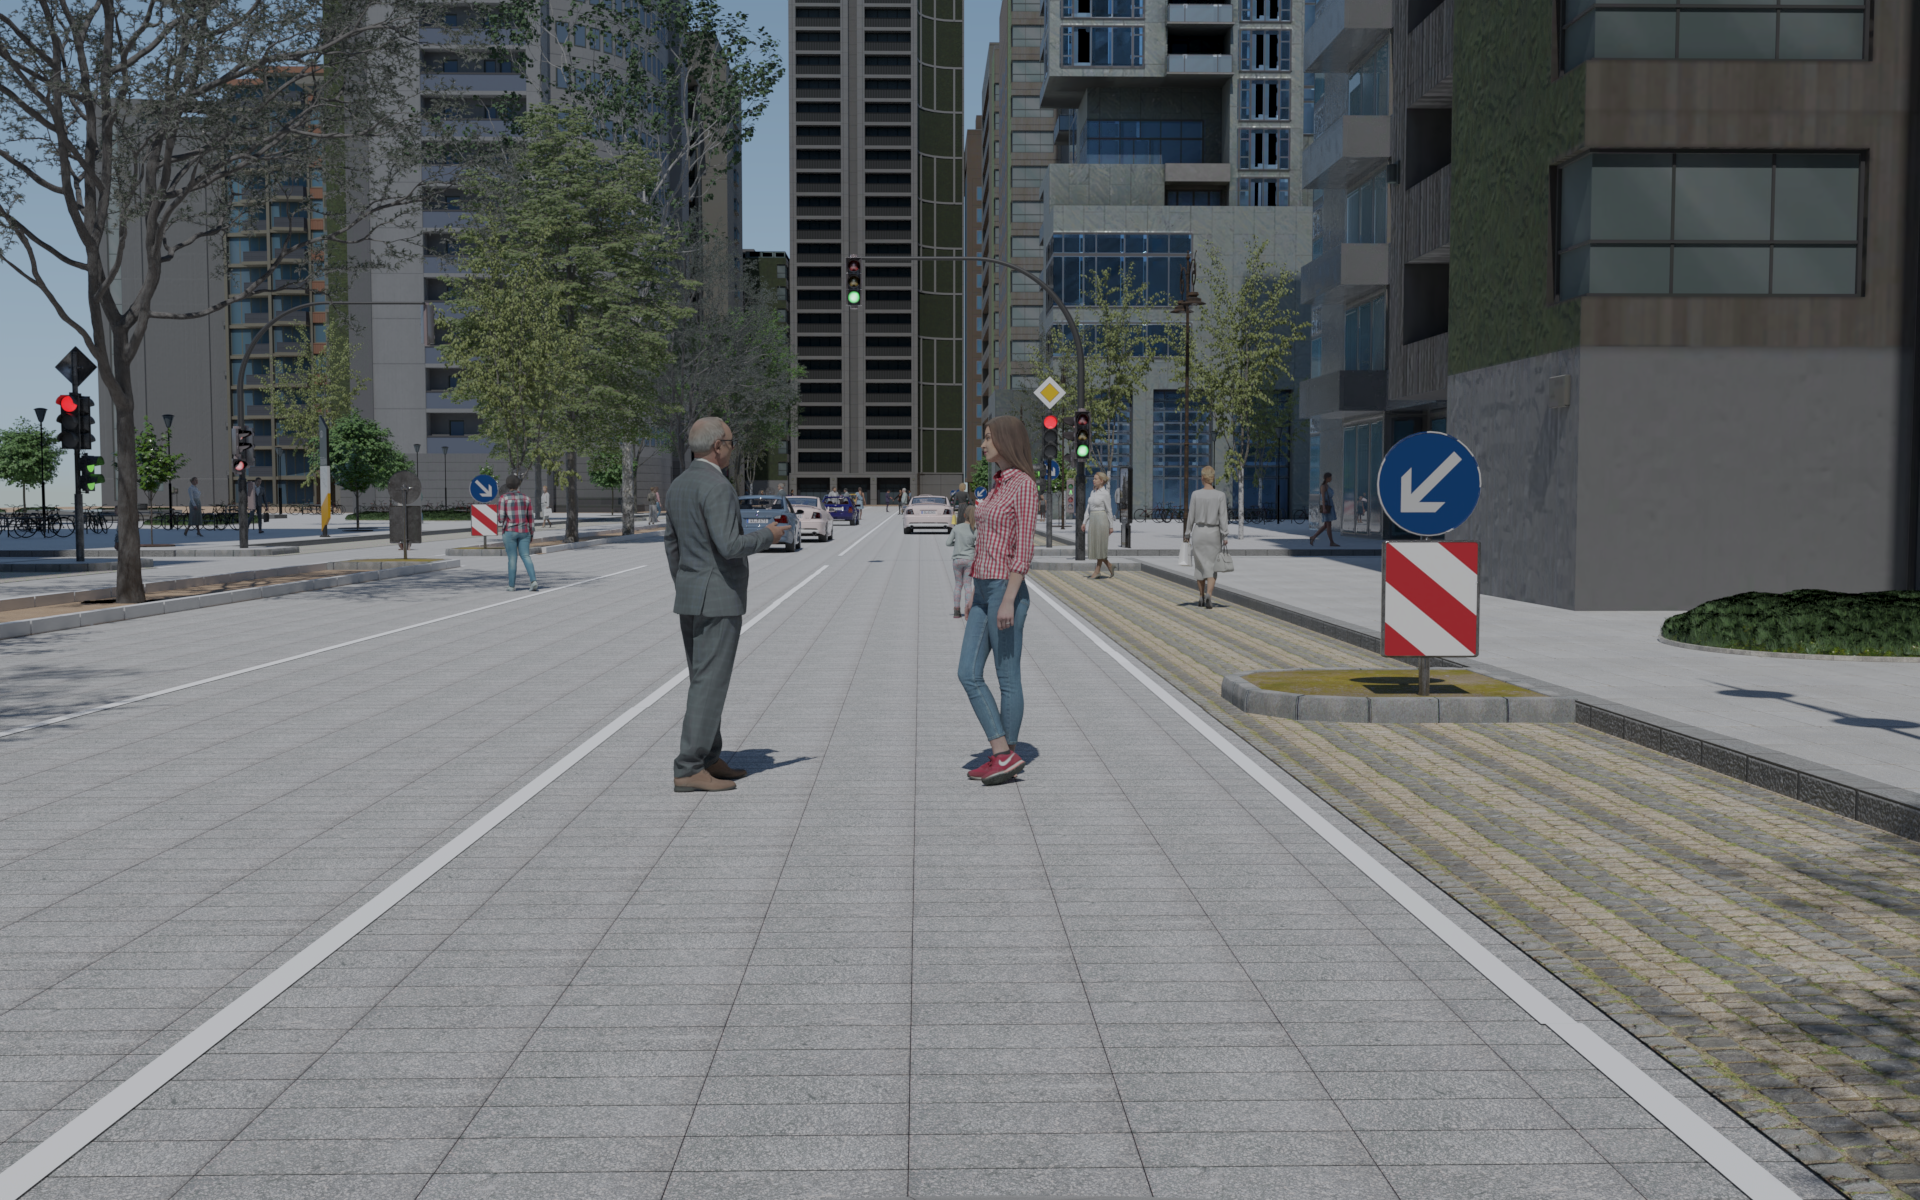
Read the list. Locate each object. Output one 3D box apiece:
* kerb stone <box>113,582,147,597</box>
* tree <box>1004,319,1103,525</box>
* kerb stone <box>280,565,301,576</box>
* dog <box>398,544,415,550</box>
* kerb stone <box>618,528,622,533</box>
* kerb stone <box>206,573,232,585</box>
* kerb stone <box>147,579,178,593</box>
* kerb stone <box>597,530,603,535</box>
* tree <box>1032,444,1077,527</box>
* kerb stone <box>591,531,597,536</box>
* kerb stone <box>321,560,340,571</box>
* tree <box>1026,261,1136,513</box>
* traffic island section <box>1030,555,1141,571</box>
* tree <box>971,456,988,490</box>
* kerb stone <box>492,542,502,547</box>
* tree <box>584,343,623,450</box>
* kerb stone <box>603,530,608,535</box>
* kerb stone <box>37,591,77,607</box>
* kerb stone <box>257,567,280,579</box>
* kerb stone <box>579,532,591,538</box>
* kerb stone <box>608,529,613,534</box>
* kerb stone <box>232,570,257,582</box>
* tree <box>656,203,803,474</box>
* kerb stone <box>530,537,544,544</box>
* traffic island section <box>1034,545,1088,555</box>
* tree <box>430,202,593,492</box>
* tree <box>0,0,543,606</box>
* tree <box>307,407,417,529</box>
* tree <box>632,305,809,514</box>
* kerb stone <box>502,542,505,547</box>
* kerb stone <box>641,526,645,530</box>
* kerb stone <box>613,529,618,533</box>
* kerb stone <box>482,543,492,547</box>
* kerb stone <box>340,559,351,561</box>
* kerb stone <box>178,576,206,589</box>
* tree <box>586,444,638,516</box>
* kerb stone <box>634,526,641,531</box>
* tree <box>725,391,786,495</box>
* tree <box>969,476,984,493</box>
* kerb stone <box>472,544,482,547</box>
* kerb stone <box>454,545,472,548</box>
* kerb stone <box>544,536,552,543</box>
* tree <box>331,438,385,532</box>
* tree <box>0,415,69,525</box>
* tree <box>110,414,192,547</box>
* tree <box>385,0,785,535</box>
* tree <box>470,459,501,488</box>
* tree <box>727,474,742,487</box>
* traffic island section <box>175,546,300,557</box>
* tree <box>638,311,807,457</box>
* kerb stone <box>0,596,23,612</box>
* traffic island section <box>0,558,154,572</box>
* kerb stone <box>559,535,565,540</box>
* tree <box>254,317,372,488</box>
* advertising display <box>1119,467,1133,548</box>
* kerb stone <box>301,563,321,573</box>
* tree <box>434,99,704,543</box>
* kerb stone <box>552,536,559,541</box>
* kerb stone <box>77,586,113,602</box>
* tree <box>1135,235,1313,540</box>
[{"bbox_3d":[-11.741,-0.130,24.327,0.120,0.150,1.000,0,4,-1],"label":"kerb stone"},{"bbox_3d":[4.186,-7.436,71.948,4.360,8.622,3.978,0,3,0],"label":"tree"},{"bbox_3d":[-11.876,-0.506,30.469,0.120,0.150,1.000,0,4,-1],"label":"kerb stone"},{"bbox_3d":[-14.097,-1.679,44.290,0.513,0.831,0.800,1,4,11],"label":"dog"},{"bbox_3d":[-12.628,-2.538,63.687,0.120,0.150,1.000,0,4,-1],"label":"kerb stone"},{"bbox_3d":[-11.812,-0.318,27.403,0.120,0.150,1.000,0,4,-1],"label":"kerb stone"},{"bbox_3d":[-11.765,-0.194,25.359,0.120,0.150,1.000,0,4,-1],"label":"kerb stone"},{"bbox_3d":[-12.533,-2.287,59.585,0.120,0.150,1.000,0,4,-1],"label":"kerb stone"},{"bbox_3d":[3.933,-4.465,67.608,1.663,3.219,1.824,0,3,0],"label":"tree"},{"bbox_3d":[-12.514,-2.224,58.561,0.120,0.150,1.000,0,4,-1],"label":"kerb stone"},{"bbox_3d":[-11.929,-0.629,32.526,0.120,0.150,1.000,0,4,-1],"label":"kerb stone"},{"bbox_3d":[4.493,-6.386,54.781,4.737,8.622,4.395,0,3,0],"label":"tree"},{"bbox_3d":[2.337,-0.685,33.474,2.009,0.180,2.903,0,4,-1],"label":"traffic island section"},{"bbox_3d":[2.496,-8.422,121.412,4.285,4.588,4.351,0,3,0],"label":"tree"},{"bbox_3d":[-12.210,-1.410,45.248,0.120,0.150,1.000,0,4,-1],"label":"kerb stone"},{"bbox_3d":[-20.871,-11.342,111.195,9.928,11.665,9.643,0,3,0],"label":"tree"},{"bbox_3d":[-12.554,-2.349,60.607,0.120,0.150,1.000,0,4,-1],"label":"kerb stone"},{"bbox_3d":[-11.691,-0.004,22.262,0.120,0.150,1.000,0,4,-1],"label":"kerb stone"},{"bbox_3d":[-11.852,-0.444,29.447,0.120,0.150,1.000,0,4,-1],"label":"kerb stone"},{"bbox_3d":[-12.498,-2.162,57.539,0.120,0.150,1.000,0,4,-1],"label":"kerb stone"},{"bbox_3d":[-12.591,-2.412,61.636,0.120,0.150,1.000,0,4,-1],"label":"kerb stone"},{"bbox_3d":[-11.835,-0.381,28.425,0.120,0.150,1.000,0,4,-1],"label":"kerb stone"},{"bbox_3d":[-11.688,-9.786,72.834,12.009,13.543,11.850,0,3,0],"label":"tree"},{"bbox_3d":[-12.331,-1.720,50.363,0.120,0.150,1.000,0,4,-1],"label":"kerb stone"},{"bbox_3d":[2.156,-1.173,41.458,2.009,0.180,2.903,0,4,-1],"label":"traffic island section"},{"bbox_3d":[-10.984,-5.503,42.796,4.737,8.622,4.395,0,3,0],"label":"tree"},{"bbox_3d":[-10.815,-6.684,22.108,12.009,13.543,11.850,0,3,0],"label":"tree"},{"bbox_3d":[-22.312,-4.928,64.292,4.285,4.588,4.351,0,3,0],"label":"tree"},{"bbox_3d":[-11.922,-10.075,92.933,9.928,11.665,9.643,0,3,0],"label":"tree"},{"bbox_3d":[-12.240,-1.473,46.271,0.120,0.150,1.000,0,4,-1],"label":"kerb stone"},{"bbox_3d":[-12.749,-2.847,68.815,0.120,0.150,1.000,0,4,-1],"label":"kerb stone"},{"bbox_3d":[-12.608,-2.470,62.665,0.120,0.150,1.000,0,4,-1],"label":"kerb stone"},{"bbox_3d":[-12.189,-1.344,44.223,0.120,0.150,1.000,0,4,-1],"label":"kerb stone"},{"bbox_3d":[-11.950,-0.695,33.555,0.120,0.150,1.000,0,4,-1],"label":"kerb stone"},{"bbox_3d":[-11.788,-0.256,26.381,0.120,0.150,1.000,0,4,-1],"label":"kerb stone"},{"bbox_3d":[-20.599,-7.259,102.391,4.285,4.588,4.351,0,3,0],"label":"tree"},{"bbox_3d":[-12.720,-2.785,67.790,0.120,0.150,1.000,0,4,-1],"label":"kerb stone"},{"bbox_3d":[-12.186,-9.054,100.844,4.360,8.622,3.978,0,3,0],"label":"tree"},{"bbox_3d":[1.649,-10.252,162.218,1.663,3.219,1.824,0,3,0],"label":"tree"},{"bbox_3d":[-12.176,-1.285,43.201,0.120,0.150,1.000,0,4,-1],"label":"kerb stone"},{"bbox_3d":[-12.148,-1.216,42.179,0.120,0.150,1.000,0,4,-1],"label":"kerb stone"},{"bbox_3d":[-12.347,-1.785,51.385,0.120,0.150,1.000,0,4,-1],"label":"kerb stone"},{"bbox_3d":[-20.826,-3.978,59.635,1.663,3.219,1.824,0,3,0],"label":"tree"},{"bbox_3d":[-38.992,-5.418,72.292,4.285,4.588,4.351,0,3,0],"label":"tree"},{"bbox_3d":[-19.809,-2.904,42.081,1.663,3.219,1.824,0,3,0],"label":"tree"},{"bbox_3d":[-12.722,-12.346,60.198,12.611,20.169,13.585,0,3,0],"label":"tree"},{"bbox_3d":[-26.332,-6.205,96.059,1.663,3.219,1.824,0,3,0],"label":"tree"},{"bbox_3d":[-22.072,-10.548,167.065,1.663,3.219,1.824,0,3,0],"label":"tree"},{"bbox_3d":[-16.981,-1.147,41.031,2.009,0.180,2.903,0,4,-1],"label":"traffic island section"},{"bbox_3d":[-11.427,-8.927,82.818,8.767,10.594,7.601,0,4,-1],"label":"tree"},{"bbox_3d":[-11.669,0.058,21.241,0.120,0.150,1.000,0,4,-1],"label":"kerb stone"},{"bbox_3d":[-16.800,-0.659,33.048,2.009,0.180,2.903,0,4,-1],"label":"traffic island section"},{"bbox_3d":[-12.400,-1.903,53.432,0.120,0.150,1.000,0,4,-1],"label":"kerb stone"},{"bbox_3d":[-26.432,-7.388,71.154,4.737,8.622,4.395,0,3,0],"label":"tree"},{"bbox_3d":[3.960,-2.208,41.310,0.123,1.923,0.974,0,4,-7],"label":"advertising display"},{"bbox_3d":[-11.895,-0.567,31.494,0.120,0.150,1.000,0,4,-1],"label":"kerb stone"},{"bbox_3d":[-11.386,-7.935,50.328,7.486,12.596,7.792,0,3,0],"label":"tree"},{"bbox_3d":[-12.373,-1.848,52.409,0.120,0.150,1.000,0,4,-1],"label":"kerb stone"},{"bbox_3d":[-11.722,-0.060,23.299,0.120,0.150,1.000,0,4,-1],"label":"kerb stone"},{"bbox_3d":[7.678,-6.008,48.588,4.737,8.622,4.395,0,3,0],"label":"tree"}]
